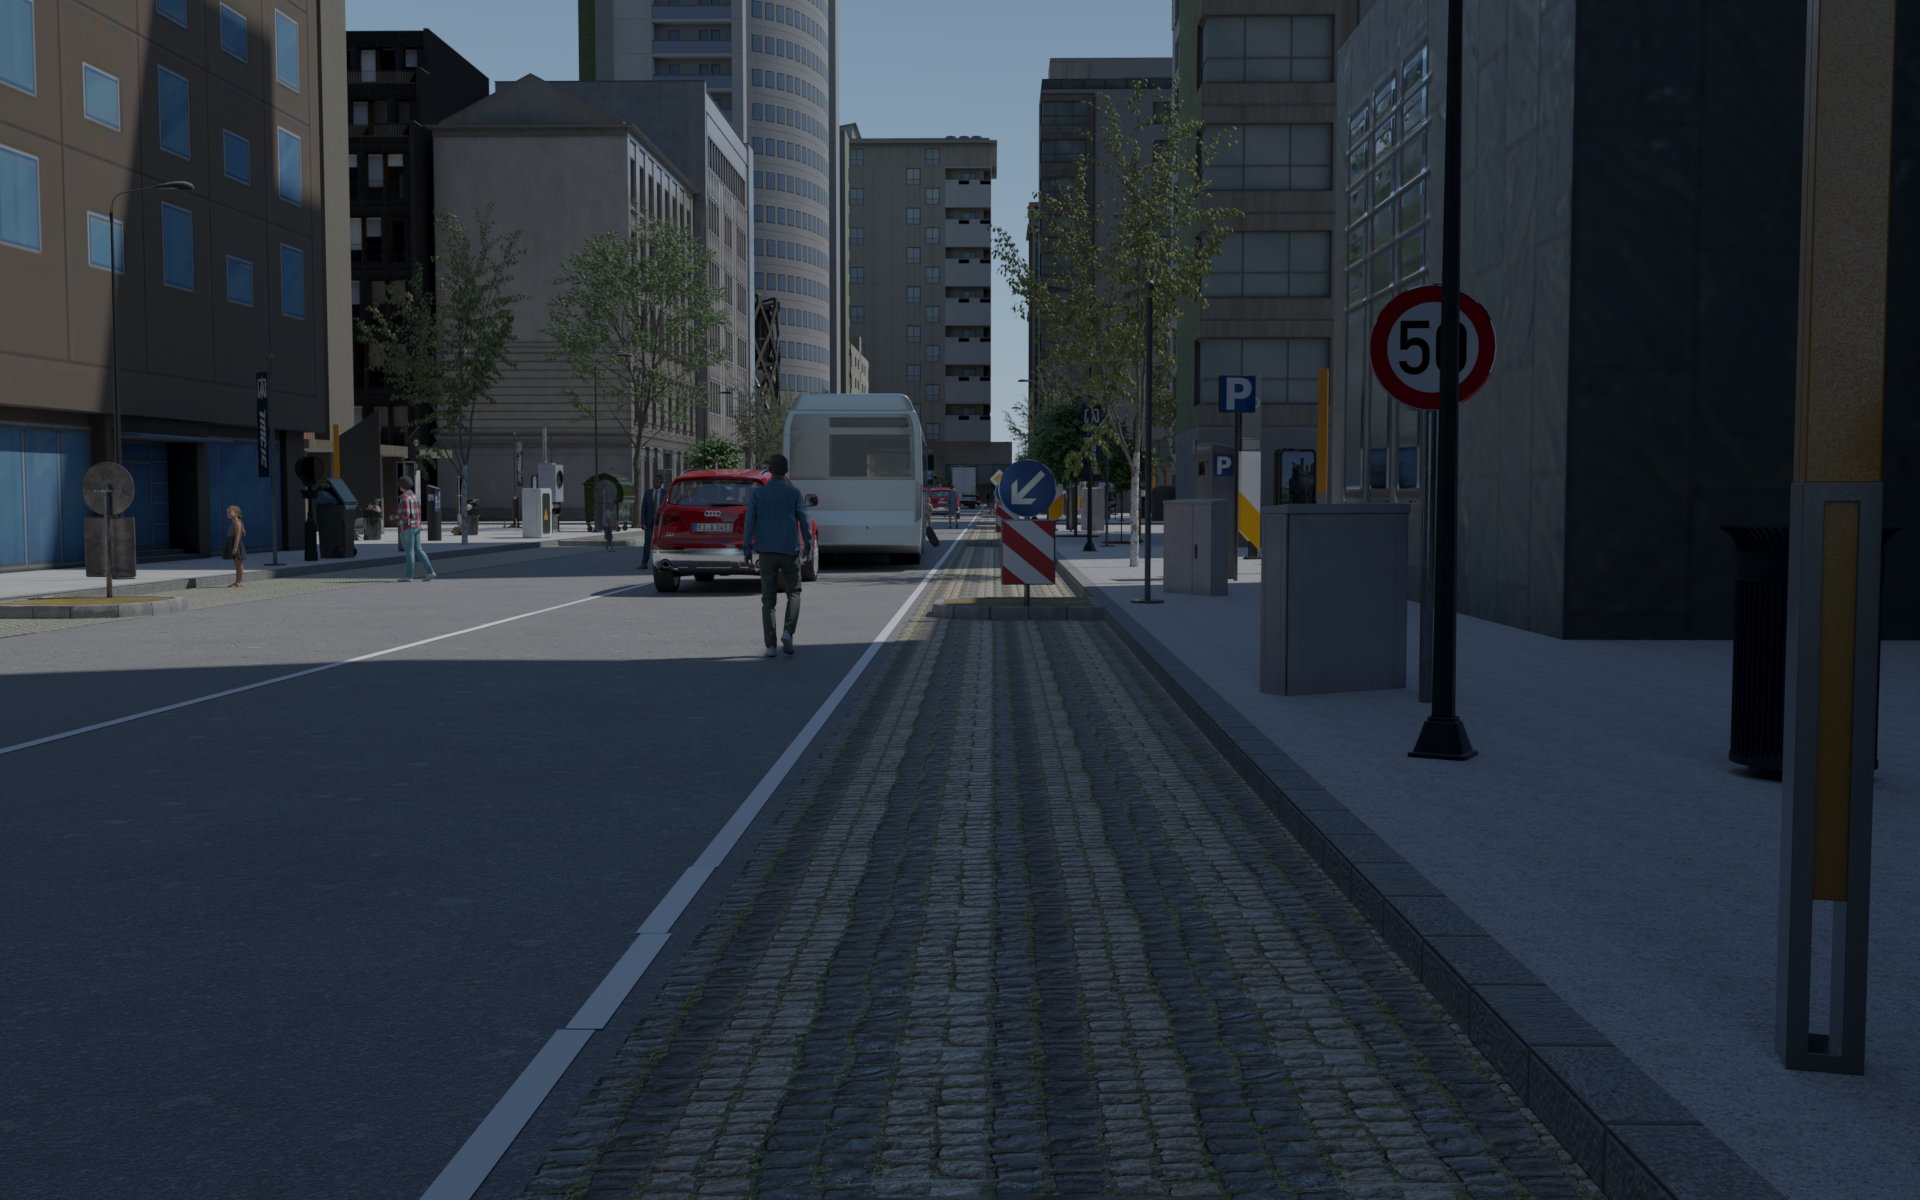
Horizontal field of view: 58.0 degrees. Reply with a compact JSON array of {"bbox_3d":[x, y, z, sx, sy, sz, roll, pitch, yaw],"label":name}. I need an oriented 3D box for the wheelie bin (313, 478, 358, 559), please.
[{"bbox_3d":[-12.522,-1.638,34.690,0.693,1.594,0.980,0,4,6],"label":"wheelie bin"}]

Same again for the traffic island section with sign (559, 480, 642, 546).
[{"bbox_3d":[-9.918,-2.415,48.111,1.989,1.847,2.006,0,4,1],"label":"traffic island section with sign"}]

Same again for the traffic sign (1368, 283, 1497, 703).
[{"bbox_3d":[2.868,-0.642,10.595,0.768,2.556,0.104,0,4,4],"label":"traffic sign"}]

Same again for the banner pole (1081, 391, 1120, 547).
[{"bbox_3d":[3.360,-3.190,42.180,0.863,3.779,0.401,1,4,20],"label":"banner pole"}]

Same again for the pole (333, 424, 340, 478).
[{"bbox_3d":[-18.249,-3.479,50.731,0.158,3.312,0.155,0,3,0],"label":"pole"}]

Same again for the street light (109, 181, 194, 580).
[{"bbox_3d":[-12.086,-3.264,25.906,1.470,5.913,1.316,0,4,1],"label":"street light"}]

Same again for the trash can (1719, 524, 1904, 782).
[{"bbox_3d":[3.828,0.233,7.841,0.748,1.137,0.748,0,3,0],"label":"trash can"}]

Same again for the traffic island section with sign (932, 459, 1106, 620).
[{"bbox_3d":[0.676,-0.724,20.462,1.989,1.847,2.006,0,4,1],"label":"traffic island section with sign"}]

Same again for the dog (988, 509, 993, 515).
[{"bbox_3d":[1.881,-5.404,107.648,0.540,0.507,0.406,2,4,27],"label":"dog"}]

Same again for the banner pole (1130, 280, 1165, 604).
[{"bbox_3d":[2.230,-1.869,20.581,0.401,3.779,0.863,0,4,4],"label":"banner pole"}]

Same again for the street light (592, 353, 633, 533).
[{"bbox_3d":[-11.497,-5.184,57.294,1.470,5.913,1.316,0,4,1],"label":"street light"}]

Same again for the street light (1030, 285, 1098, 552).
[{"bbox_3d":[2.360,-4.041,38.611,1.470,5.913,1.316,0,4,1],"label":"street light"}]

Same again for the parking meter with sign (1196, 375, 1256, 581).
[{"bbox_3d":[3.908,-1.838,26.307,0.543,3.016,1.738,-1,4,-11],"label":"parking meter with sign"}]

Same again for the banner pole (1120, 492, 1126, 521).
[{"bbox_3d":[7.706,-5.699,83.194,0.401,3.779,0.863,-1,4,-20],"label":"banner pole"}]

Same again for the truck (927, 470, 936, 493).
[{"bbox_3d":[-3.712,-11.577,179.036,2.967,4.110,18.799,0,4,1],"label":"truck"}]

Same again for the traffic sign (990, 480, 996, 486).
[{"bbox_3d":[1.757,-4.568,78.322,0.795,2.450,0.064,0,4,1],"label":"traffic sign"}]

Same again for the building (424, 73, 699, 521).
[{"bbox_3d":[-19.970,-14.754,90.381,9.793,20.994,18.267,0,4,1],"label":"building"}]

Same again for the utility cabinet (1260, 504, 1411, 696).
[{"bbox_3d":[2.443,-0.009,11.312,1.020,1.237,0.306,-2,4,-28],"label":"utility cabinet"}]

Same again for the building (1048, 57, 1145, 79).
[{"bbox_3d":[15.368,-29.510,166.090,14.154,41.232,14.086,0,4,1],"label":"building"}]

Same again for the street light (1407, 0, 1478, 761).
[{"bbox_3d":[1.828,-2.189,8.334,1.470,5.913,1.316,0,4,1],"label":"street light"}]

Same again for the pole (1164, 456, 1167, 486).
[{"bbox_3d":[11.011,-6.063,92.965,0.158,3.312,0.155,0,3,0],"label":"pole"}]

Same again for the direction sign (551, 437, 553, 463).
[{"bbox_3d":[-16.143,-4.681,68.531,0.379,3.537,0.876,-1,4,-11],"label":"direction sign"}]

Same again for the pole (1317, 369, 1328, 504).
[{"bbox_3d":[5.919,-2.107,28.300,0.158,3.312,0.155,0,3,0],"label":"pole"}]

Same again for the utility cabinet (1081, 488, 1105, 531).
[{"bbox_3d":[4.568,-3.120,59.696,0.318,1.500,1.173,-2,4,-24],"label":"utility cabinet"}]

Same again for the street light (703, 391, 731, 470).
[{"bbox_3d":[-11.031,-6.475,78.406,1.470,5.913,1.316,0,4,1],"label":"street light"}]

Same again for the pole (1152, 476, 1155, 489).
[{"bbox_3d":[12.757,-7.369,114.325,0.158,3.312,0.155,0,3,0],"label":"pole"}]

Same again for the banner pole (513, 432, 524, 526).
[{"bbox_3d":[-17.941,-4.910,70.288,0.401,3.779,0.863,-3,5,-45],"label":"banner pole"}]

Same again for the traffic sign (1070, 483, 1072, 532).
[{"bbox_3d":[3.777,-3.598,58.927,0.768,2.556,0.104,1,4,10],"label":"traffic sign"}]

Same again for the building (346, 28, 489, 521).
[{"bbox_3d":[-33.091,-15.735,86.938,15.834,23.373,12.332,0,4,1],"label":"building"}]

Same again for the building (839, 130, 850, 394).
[{"bbox_3d":[-19.644,-30.930,189.300,14.154,41.232,14.086,0,4,1],"label":"building"}]

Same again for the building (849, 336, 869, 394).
[{"bbox_3d":[-26.675,-22.522,213.278,28.899,21.520,27.650,0,4,1],"label":"building"}]

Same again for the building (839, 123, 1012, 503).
[{"bbox_3d":[-6.183,-40.653,253.907,27.495,52.752,28.713,0,4,1],"label":"building"}]

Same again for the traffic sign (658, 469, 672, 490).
[{"bbox_3d":[-12.004,-4.182,70.499,0.606,2.300,0.079,0,4,2],"label":"traffic sign"}]

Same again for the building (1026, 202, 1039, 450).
[{"bbox_3d":[22.392,-36.410,249.923,28.867,44.769,22.147,0,4,1],"label":"building"}]

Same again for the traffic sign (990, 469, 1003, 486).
[{"bbox_3d":[1.603,-4.079,70.338,0.795,2.450,0.064,0,4,1],"label":"traffic sign"}]

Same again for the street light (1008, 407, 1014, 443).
[{"bbox_3d":[3.428,-7.314,92.131,1.470,5.913,1.316,0,4,1],"label":"street light"}]

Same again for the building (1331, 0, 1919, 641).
[{"bbox_3d":[16.356,-42.490,7.376,22.319,86.520,31.000,0,4,1],"label":"building"}]

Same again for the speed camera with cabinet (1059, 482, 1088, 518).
[{"bbox_3d":[6.130,-6.123,94.442,2.038,3.252,0.660,-3,4,-37],"label":"speed camera with cabinet"}]

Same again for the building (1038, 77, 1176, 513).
[{"bbox_3d":[12.578,-21.549,124.019,14.160,30.474,14.107,0,4,1],"label":"building"}]

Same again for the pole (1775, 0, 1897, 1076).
[{"bbox_3d":[1.938,-0.610,3.811,0.158,3.312,0.155,0,3,0],"label":"pole"}]

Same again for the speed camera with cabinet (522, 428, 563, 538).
[{"bbox_3d":[-12.257,-3.461,50.919,0.660,3.252,2.038,0,4,6],"label":"speed camera with cabinet"}]

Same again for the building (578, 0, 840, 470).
[{"bbox_3d":[-23.310,-38.229,167.049,21.231,58.520,28.212,0,4,1],"label":"building"}]

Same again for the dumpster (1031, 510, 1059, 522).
[{"bbox_3d":[3.905,-4.741,80.003,1.502,2.255,1.985,0,4,1],"label":"dumpster"}]

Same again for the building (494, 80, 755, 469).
[{"bbox_3d":[-20.335,-17.818,109.339,12.078,24.808,19.932,0,4,1],"label":"building"}]

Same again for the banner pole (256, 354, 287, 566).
[{"bbox_3d":[-12.458,-2.516,31.154,0.401,3.779,0.863,-3,5,-44],"label":"banner pole"}]

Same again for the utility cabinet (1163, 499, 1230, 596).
[{"bbox_3d":[3.012,-0.675,22.200,0.306,1.237,1.020,-2,4,-30],"label":"utility cabinet"}]

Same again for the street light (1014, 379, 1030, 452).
[{"bbox_3d":[3.030,-5.968,70.124,1.470,5.913,1.316,0,4,1],"label":"street light"}]

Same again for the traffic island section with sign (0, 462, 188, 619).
[{"bbox_3d":[-10.441,-0.737,20.686,1.989,1.847,2.006,0,4,1],"label":"traffic island section with sign"}]

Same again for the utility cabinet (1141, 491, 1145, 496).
[{"bbox_3d":[11.711,-6.201,110.072,0.318,1.500,1.173,1,4,17],"label":"utility cabinet"}]

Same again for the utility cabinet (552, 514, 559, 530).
[{"bbox_3d":[-14.893,-3.237,61.609,1.173,1.500,0.318,0,4,-7],"label":"utility cabinet"}]

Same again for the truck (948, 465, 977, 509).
[{"bbox_3d":[0.299,-11.215,172.283,2.839,4.237,11.283,0,4,-1],"label":"truck"}]

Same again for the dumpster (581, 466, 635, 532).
[{"bbox_3d":[-12.066,-3.476,59.334,1.502,2.255,1.985,0,4,1],"label":"dumpster"}]

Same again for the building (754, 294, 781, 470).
[{"bbox_3d":[-21.998,-16.002,129.088,16.820,18.784,16.811,0,4,1],"label":"building"}]
